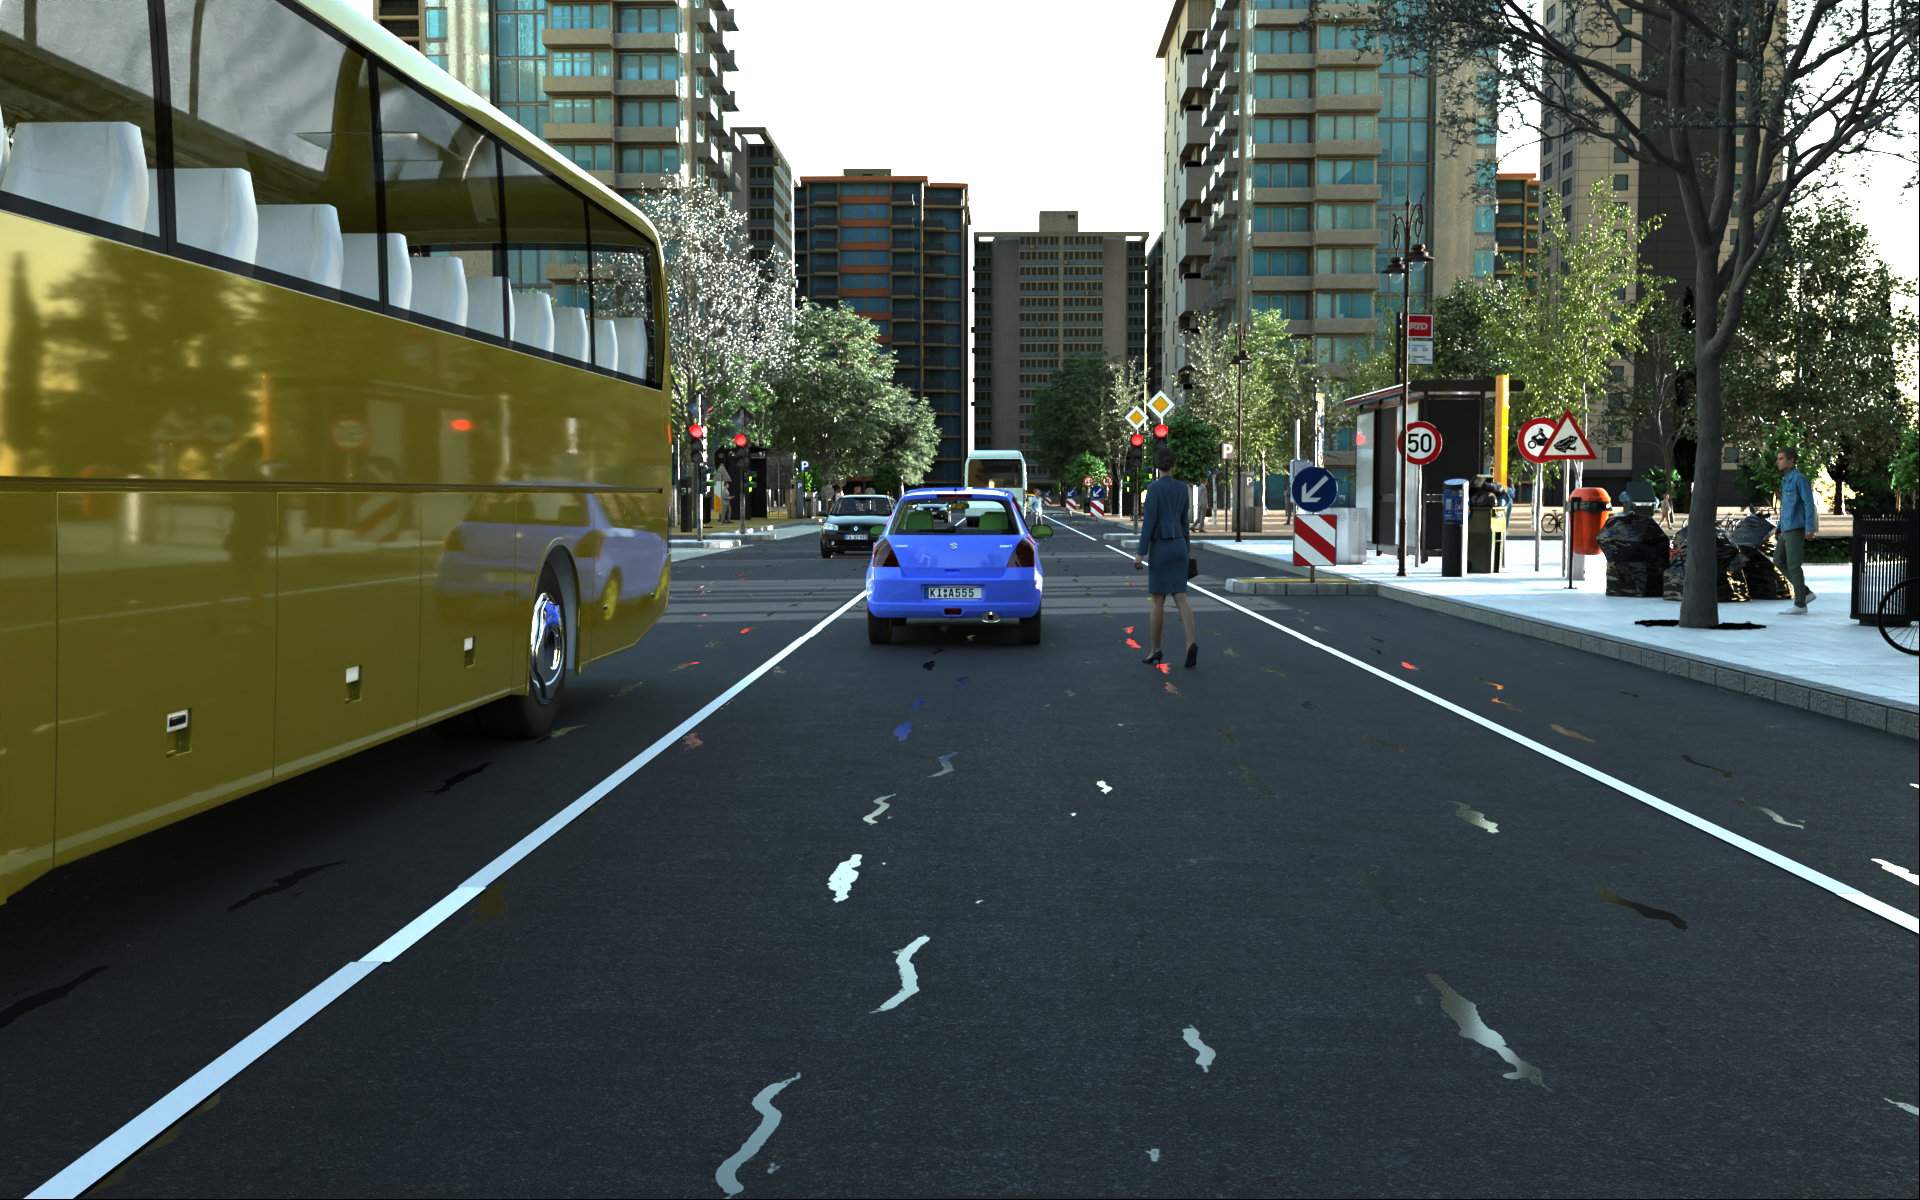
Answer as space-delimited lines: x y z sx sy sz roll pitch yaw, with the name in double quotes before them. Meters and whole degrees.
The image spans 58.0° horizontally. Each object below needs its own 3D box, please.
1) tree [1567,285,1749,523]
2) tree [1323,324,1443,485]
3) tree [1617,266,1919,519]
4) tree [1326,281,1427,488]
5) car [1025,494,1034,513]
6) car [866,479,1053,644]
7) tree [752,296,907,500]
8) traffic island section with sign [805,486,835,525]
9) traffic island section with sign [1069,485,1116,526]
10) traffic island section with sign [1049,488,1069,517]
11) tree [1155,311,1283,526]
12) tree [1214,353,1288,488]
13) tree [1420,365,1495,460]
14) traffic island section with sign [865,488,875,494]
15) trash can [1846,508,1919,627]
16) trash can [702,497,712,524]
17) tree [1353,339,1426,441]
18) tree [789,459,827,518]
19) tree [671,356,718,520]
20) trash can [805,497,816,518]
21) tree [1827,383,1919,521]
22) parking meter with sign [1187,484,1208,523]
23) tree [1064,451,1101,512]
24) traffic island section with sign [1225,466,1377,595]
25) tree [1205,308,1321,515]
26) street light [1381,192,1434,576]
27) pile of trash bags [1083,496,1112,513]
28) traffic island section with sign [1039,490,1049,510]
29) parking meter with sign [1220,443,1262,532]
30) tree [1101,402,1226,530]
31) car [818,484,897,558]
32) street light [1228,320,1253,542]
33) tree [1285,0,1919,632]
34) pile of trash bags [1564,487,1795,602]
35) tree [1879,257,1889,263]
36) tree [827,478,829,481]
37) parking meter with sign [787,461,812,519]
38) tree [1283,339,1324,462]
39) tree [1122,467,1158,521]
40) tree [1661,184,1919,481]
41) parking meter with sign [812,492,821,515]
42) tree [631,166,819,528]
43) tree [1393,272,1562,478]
"tree" 31.410 -8.700 76.658 8.767 10.594 7.601 -1 4 -12
"tree" 18.180 -7.467 72.448 4.360 8.622 3.978 0 3 0
"tree" 51.776 -12.773 110.659 18.604 14.587 13.155 2 4 25
"tree" 15.059 -6.735 60.473 4.737 8.622 4.395 0 3 0
"car" 4.264 -6.307 113.350 2.015 1.641 3.980 0 4 0
"car" -0.007 -0.506 17.860 1.945 1.707 3.694 0 4 2
"tree" -8.680 -12.612 112.861 9.857 13.997 8.962 0 3 0
"traffic island section with sign" -6.074 -4.352 79.788 1.989 1.847 2.006 0 4 1
"traffic island section with sign" 6.148 -4.336 79.515 1.989 1.847 2.006 0 4 1
"traffic island section with sign" 6.747 -6.060 107.711 1.989 1.847 2.006 0 4 1
"tree" 10.264 -7.260 69.061 4.360 8.622 3.978 0 3 0
"tree" 15.230 -8.616 91.240 4.737 8.622 4.395 0 3 0
"tree" 30.448 -10.633 108.262 8.767 10.594 7.601 0 4 2
"traffic island section with sign" -5.497 -6.001 106.737 1.989 1.847 2.006 0 4 1
"trash can" 9.035 -0.320 16.885 0.748 1.137 0.748 0 3 0
"trash can" -11.181 -3.910 75.575 0.748 1.137 0.748 0 3 0
"tree" 30.521 -12.293 119.110 7.486 12.596 7.792 0 3 0
"tree" -8.614 -6.133 94.879 1.663 3.219 1.824 0 3 0
"tree" -14.126 -8.379 87.360 4.737 8.622 4.395 0 3 0
"trash can" -8.013 -4.942 92.450 0.748 1.137 0.748 0 3 0
"tree" 50.241 -6.953 76.593 20.602 7.101 11.467 0 4 -6
"parking meter with sign" 10.041 -4.877 75.992 1.738 3.016 0.543 3 4 36
"tree" 9.394 -8.758 126.913 4.285 4.588 4.351 0 3 0
"traffic island section with sign" 4.974 -1.034 25.532 1.989 1.847 2.006 0 4 1
"tree" 18.423 -11.484 105.890 7.486 12.596 7.792 0 3 0
"street light" 6.922 -3.311 26.930 0.468 5.910 1.993 0 4 1
"pile of trash bags" 9.239 -6.552 116.873 1.912 1.369 3.447 0 4 -3
"traffic island section with sign" 7.807 -9.054 156.653 1.989 1.847 2.006 0 4 1
"parking meter with sign" 9.564 -3.815 58.635 0.543 3.016 1.738 -2 4 -31
"tree" 8.027 -4.799 62.176 4.285 4.588 4.351 0 3 0
"car" -2.219 -1.860 40.205 2.009 1.686 4.222 0 4 2
"street light" 7.465 -4.494 46.261 0.468 5.910 1.993 0 4 1
"tree" 7.198 -6.471 16.174 12.009 13.543 11.850 0 3 0
"pile of trash bags" 8.954 -0.761 22.192 1.912 1.369 3.447 -1 4 -19
"tree" 55.895 -11.685 92.873 18.604 14.587 13.155 0 4 -3
"tree" -8.488 -6.523 101.245 1.663 3.219 1.824 0 3 0
"parking meter with sign" -8.529 -5.780 90.765 0.543 3.016 1.738 -2 4 -32
"tree" 16.424 -8.024 81.549 4.360 8.622 3.978 0 3 0
"tree" 8.484 -5.371 82.410 1.663 3.219 1.824 0 3 0
"tree" 31.055 -9.006 64.256 9.611 12.733 9.660 0 3 0
"parking meter with sign" -9.142 -6.760 106.785 1.738 3.016 0.543 3 5 45
"tree" -10.045 -9.472 65.231 12.009 13.543 11.850 0 3 0
"tree" 26.552 -10.544 89.395 9.611 12.733 9.660 0 3 0
